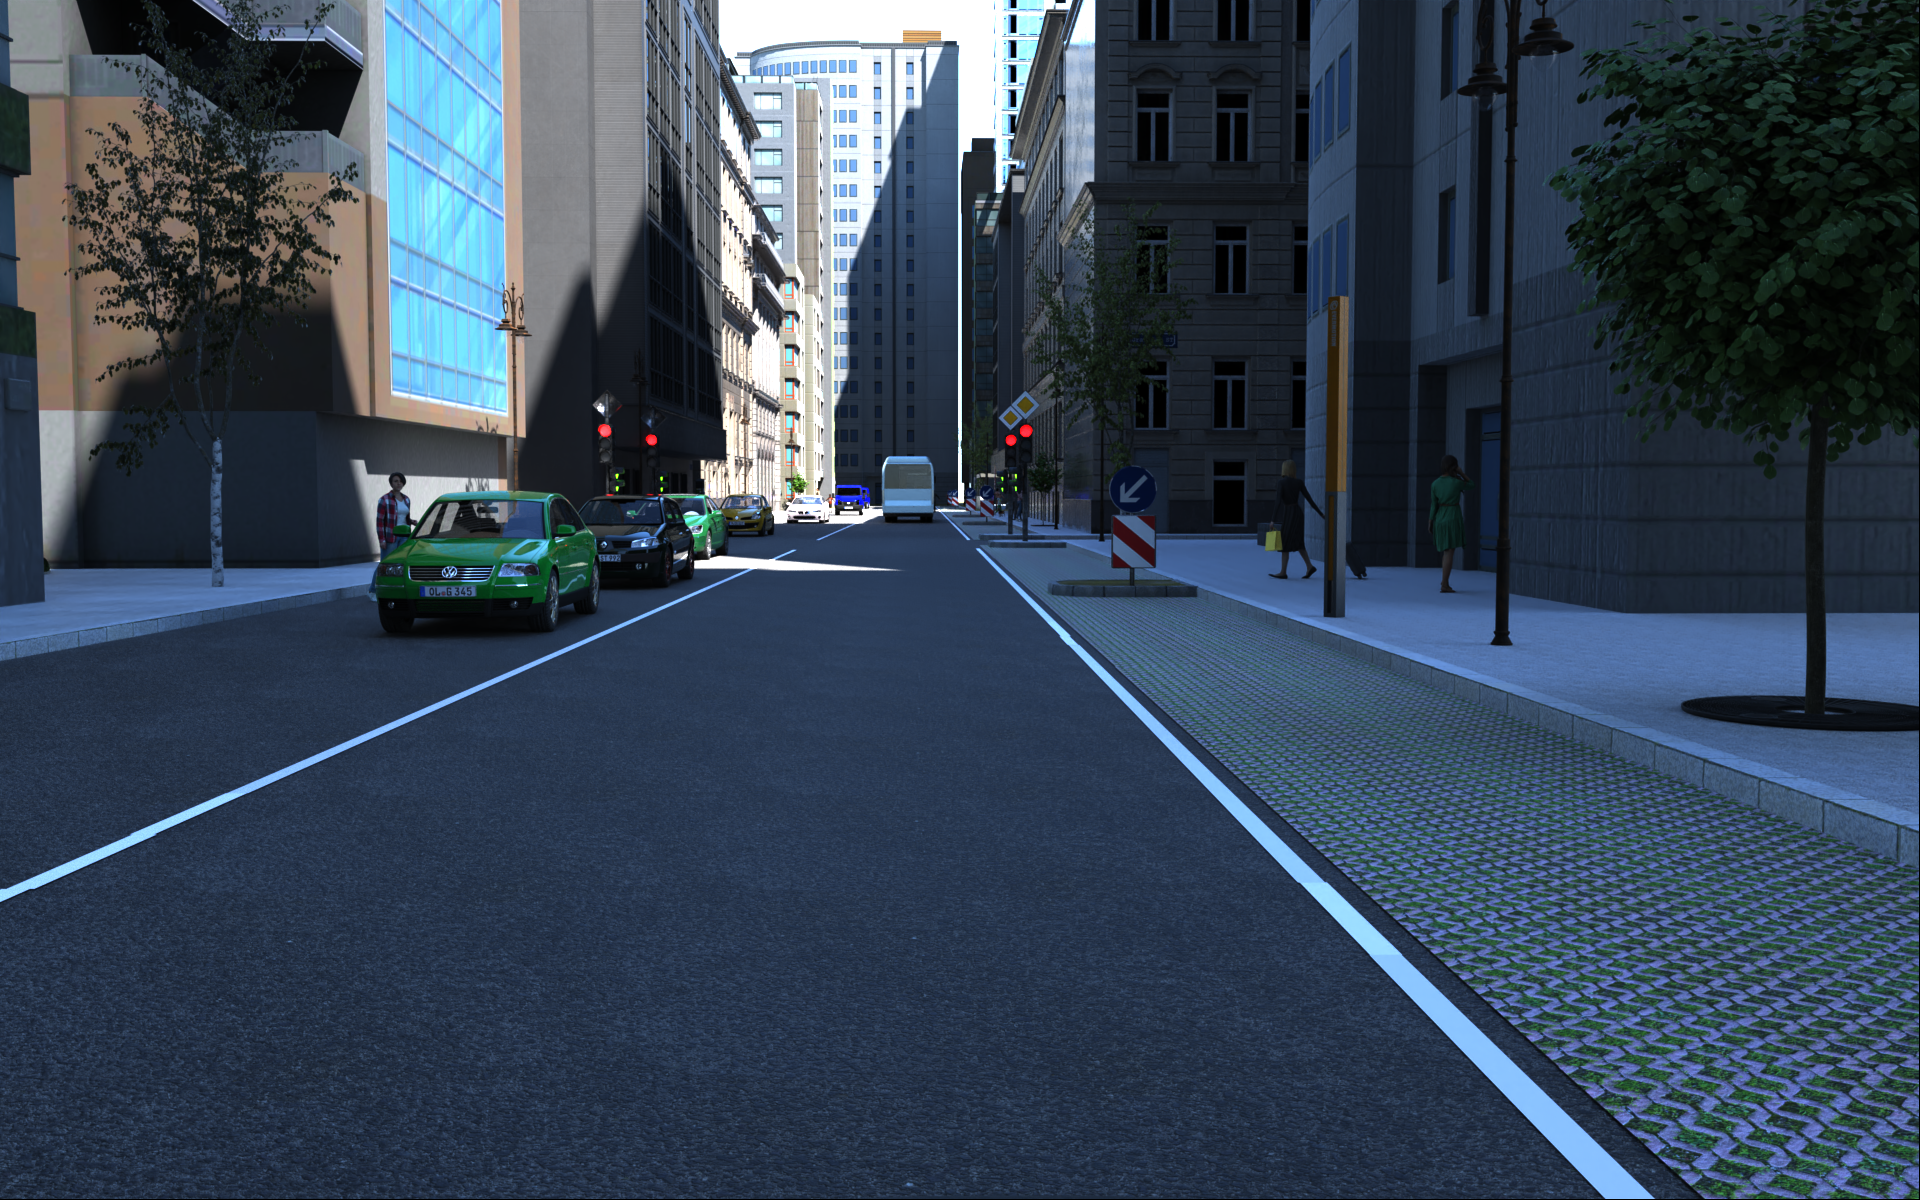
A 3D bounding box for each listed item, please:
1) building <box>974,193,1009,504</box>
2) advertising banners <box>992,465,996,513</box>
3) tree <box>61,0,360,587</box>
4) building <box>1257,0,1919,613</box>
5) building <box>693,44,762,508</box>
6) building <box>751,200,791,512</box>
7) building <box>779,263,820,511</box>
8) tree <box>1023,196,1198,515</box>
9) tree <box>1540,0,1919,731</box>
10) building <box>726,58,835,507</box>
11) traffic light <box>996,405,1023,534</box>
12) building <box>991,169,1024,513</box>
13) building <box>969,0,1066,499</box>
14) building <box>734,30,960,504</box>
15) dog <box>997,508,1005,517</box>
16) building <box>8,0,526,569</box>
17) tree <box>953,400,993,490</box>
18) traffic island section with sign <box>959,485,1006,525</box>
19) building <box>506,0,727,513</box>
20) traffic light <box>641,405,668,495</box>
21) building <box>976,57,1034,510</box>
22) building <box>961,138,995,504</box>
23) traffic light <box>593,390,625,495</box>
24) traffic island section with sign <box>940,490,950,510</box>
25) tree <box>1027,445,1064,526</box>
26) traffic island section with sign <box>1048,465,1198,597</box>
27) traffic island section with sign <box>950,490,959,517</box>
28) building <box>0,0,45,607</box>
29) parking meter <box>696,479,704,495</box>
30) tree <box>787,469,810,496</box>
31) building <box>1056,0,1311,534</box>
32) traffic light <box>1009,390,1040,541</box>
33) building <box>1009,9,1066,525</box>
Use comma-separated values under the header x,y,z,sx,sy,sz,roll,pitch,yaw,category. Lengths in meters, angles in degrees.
x,y,z,sx,sy,sz,roll,pitch,yaw,category
8.306,-24.257,168.295,14.160,30.474,14.107,0,4,-1,building
2.058,-6.721,106.074,0.090,3.025,2.074,0,4,-4,advertising banners
-10.391,-4.503,23.986,4.360,8.622,3.978,0,3,0,tree
17.346,-29.909,31.019,21.231,58.520,28.212,0,4,-1,building
-17.694,-17.946,90.680,12.463,27.353,25.104,0,4,-1,building
-18.837,-16.741,115.513,13.314,21.916,24.055,0,4,-1,building
-26.378,-18.297,144.197,27.650,21.520,28.899,0,4,-1,building
3.756,-5.615,42.166,4.737,8.622,4.395,0,3,0,tree
5.031,-1.606,9.979,4.285,4.588,4.351,0,3,0,tree
-19.381,-29.456,165.201,14.154,41.232,14.086,0,4,-1,building
1.584,-4.044,55.035,0.839,4.253,0.868,0,4,-1,traffic light
9.742,-18.127,115.439,14.314,24.678,30.058,0,4,-1,building
12.602,-53.617,189.317,22.319,86.520,31.000,0,4,-1,building
-14.364,-41.693,223.681,28.212,58.520,21.231,0,4,-1,building
2.324,-4.932,97.463,0.540,0.507,0.406,1,4,11,dog
-17.912,-23.568,35.454,14.200,45.320,14.600,0,4,-1,building
1.707,-11.285,134.871,4.737,8.622,4.395,0,3,0,tree
1.103,-4.350,79.743,1.989,1.847,2.006,0,4,-1,traffic island section with sign
-17.308,-16.641,65.584,14.314,27.812,24.014,0,4,-1,building
-9.674,-4.028,54.779,0.839,4.253,0.868,0,4,-1,traffic light
17.695,-27.969,149.179,32.217,40.220,23.993,0,4,-1,building
7.348,-34.912,220.921,14.200,45.320,14.600,0,4,-1,building
-9.503,-3.540,46.796,0.839,4.253,0.868,0,4,-1,traffic light
-0.552,-9.068,156.881,1.989,1.847,2.006,0,4,-1,traffic island section with sign
3.244,-4.557,69.114,1.663,3.219,1.824,0,3,0,tree
2.284,-0.992,24.840,1.989,1.847,2.006,0,4,-1,traffic island section with sign
0.527,-5.998,106.692,1.989,1.847,2.006,0,4,-1,traffic island section with sign
-17.781,-20.111,12.409,14.154,41.232,14.086,0,4,-1,building
-9.829,-3.657,65.500,0.255,1.863,0.399,0,4,6,parking meter
-12.079,-8.248,129.450,1.663,3.219,1.824,0,3,0,tree
16.219,-16.124,60.891,25.104,27.353,12.463,0,4,-1,building
1.755,-3.555,47.051,0.839,4.253,0.868,0,4,-1,traffic light
11.197,-15.408,85.198,16.112,22.955,30.059,0,4,-1,building
